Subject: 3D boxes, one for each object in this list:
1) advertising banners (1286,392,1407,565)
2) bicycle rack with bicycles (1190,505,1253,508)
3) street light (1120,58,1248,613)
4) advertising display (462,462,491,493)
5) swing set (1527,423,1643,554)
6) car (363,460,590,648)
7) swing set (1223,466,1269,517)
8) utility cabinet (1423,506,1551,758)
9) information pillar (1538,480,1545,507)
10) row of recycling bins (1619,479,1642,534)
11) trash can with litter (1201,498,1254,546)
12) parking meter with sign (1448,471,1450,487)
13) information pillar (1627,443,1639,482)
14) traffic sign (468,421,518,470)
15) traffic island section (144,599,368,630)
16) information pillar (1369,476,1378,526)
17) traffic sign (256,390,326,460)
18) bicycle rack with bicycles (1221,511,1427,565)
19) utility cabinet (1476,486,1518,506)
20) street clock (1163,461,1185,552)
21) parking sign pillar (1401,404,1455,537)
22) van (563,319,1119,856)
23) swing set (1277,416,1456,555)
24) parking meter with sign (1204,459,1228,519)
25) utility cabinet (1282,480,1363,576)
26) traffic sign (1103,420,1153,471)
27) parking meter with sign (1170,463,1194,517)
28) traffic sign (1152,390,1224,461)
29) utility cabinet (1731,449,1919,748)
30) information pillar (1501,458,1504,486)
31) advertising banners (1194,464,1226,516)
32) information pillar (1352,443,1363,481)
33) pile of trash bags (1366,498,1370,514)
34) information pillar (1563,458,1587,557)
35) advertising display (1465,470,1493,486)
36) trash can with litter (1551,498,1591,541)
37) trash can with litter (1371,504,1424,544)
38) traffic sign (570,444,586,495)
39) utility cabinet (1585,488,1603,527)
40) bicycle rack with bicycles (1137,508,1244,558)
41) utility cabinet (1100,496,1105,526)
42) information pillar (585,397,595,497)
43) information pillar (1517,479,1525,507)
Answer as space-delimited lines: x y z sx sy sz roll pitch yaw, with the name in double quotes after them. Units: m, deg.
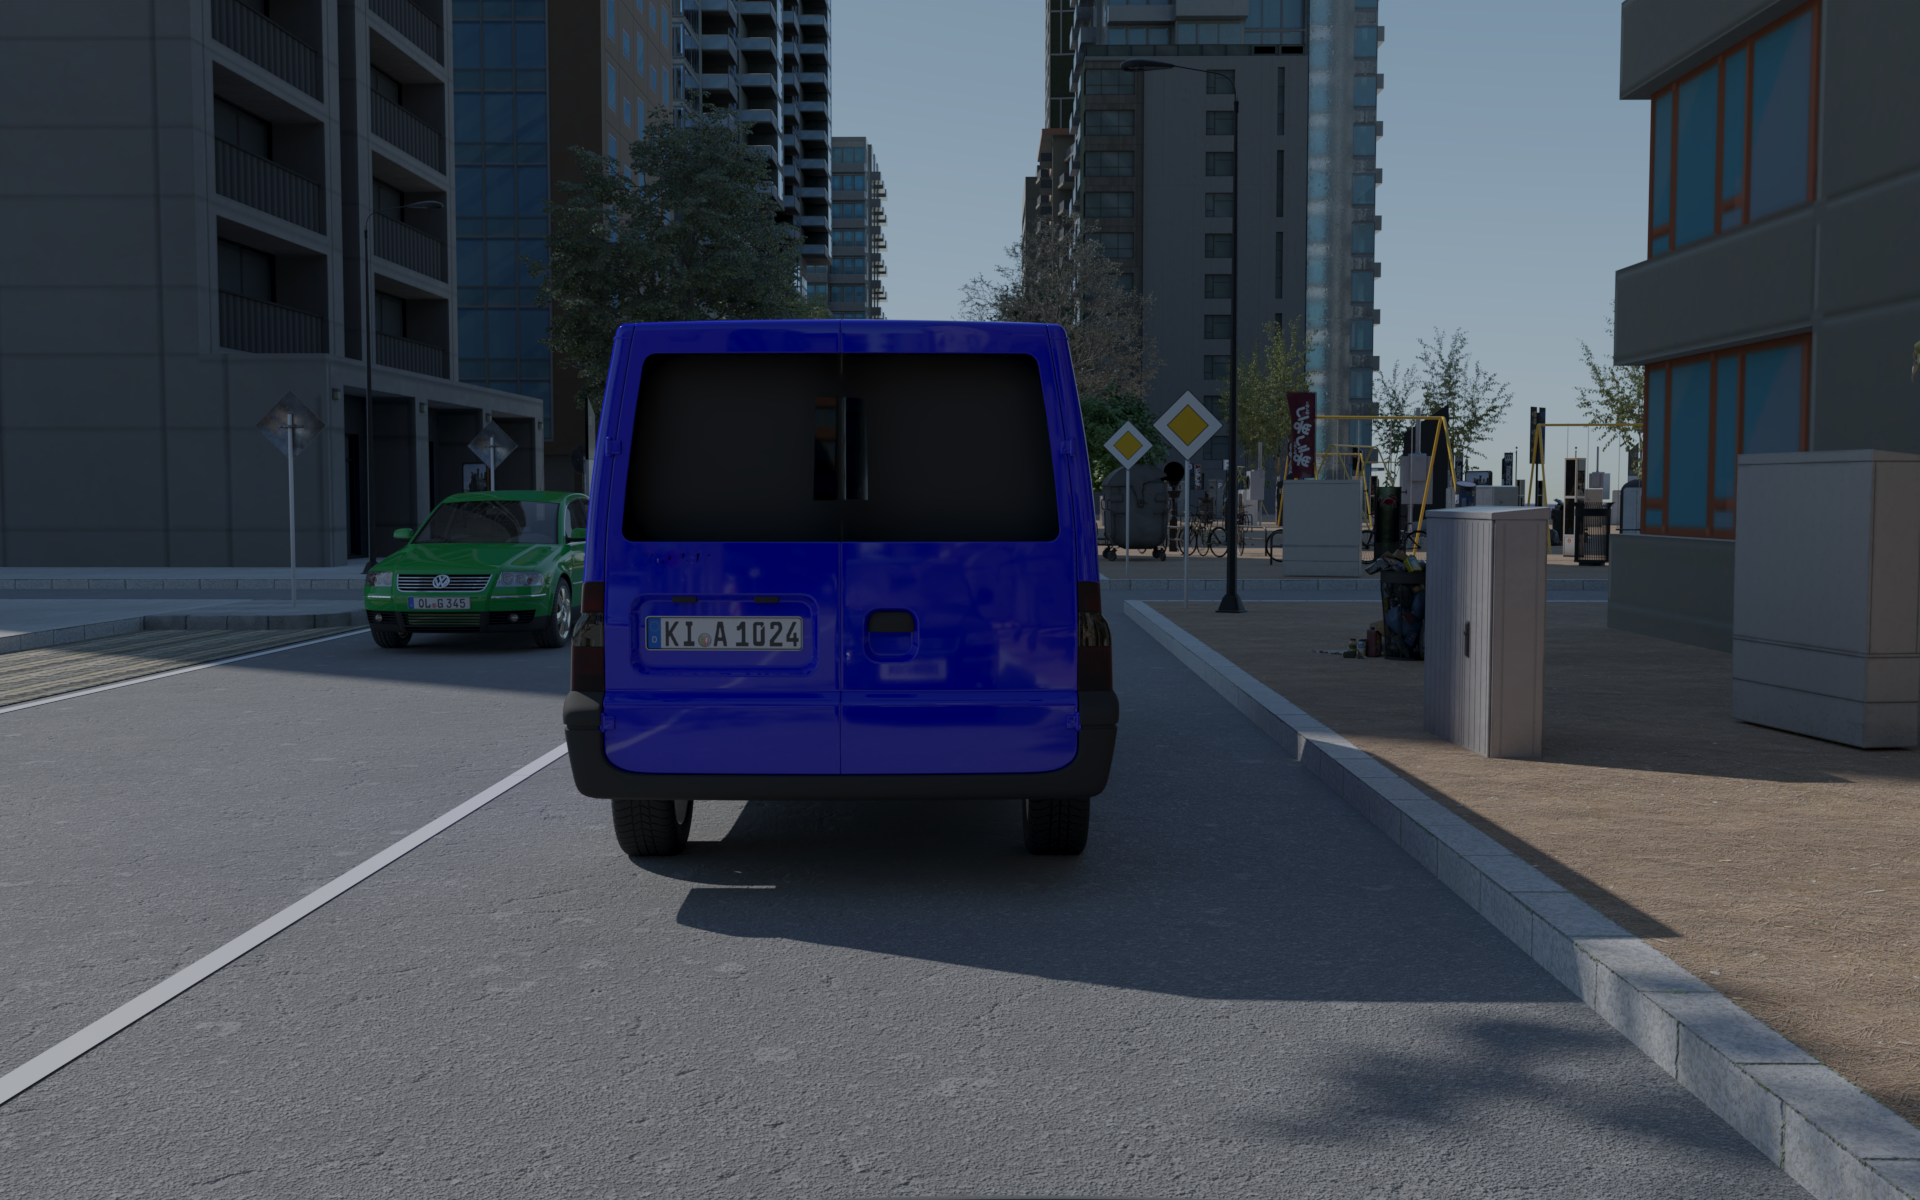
6.602 -2.047 29.653 2.074 3.025 0.090 0 4 2 "advertising banners"
8.814 -2.741 58.201 2.852 0.926 2.925 3 4 36 "bicycle rack with bicycles"
2.407 -2.820 18.640 1.470 5.913 1.316 0 4 1 "street light"
-9.724 -1.816 34.905 0.974 1.923 0.123 3 5 44 "advertising display"
14.144 -2.497 38.440 3.119 2.851 2.862 0 4 7 "swing set"
-4.536 -0.534 17.524 1.959 1.807 4.718 0 4 1 "car"
15.749 -6.107 97.461 2.862 2.851 3.119 1 4 19 "swing set"
2.672 0.139 8.887 0.306 1.237 1.020 0 4 -3 "utility cabinet"
31.048 -5.385 92.533 0.304 2.012 0.304 3 5 40 "information pillar"
20.090 -2.491 47.847 3.534 1.692 1.069 1 4 9 "row of recycling bins"
6.542 -1.981 43.451 1.678 1.210 2.233 2 4 29 "trash can with litter"
27.767 -6.466 101.975 1.738 3.016 0.543 0 4 4 "parking meter with sign"
30.628 -5.349 78.809 0.504 3.616 0.183 0 4 -8 "information pillar"
-7.425 -1.548 27.497 0.795 2.593 0.064 0 4 1 "traffic sign"
-7.558 0.165 19.580 2.009 0.180 2.903 0 4 1 "traffic island section"
16.424 -3.930 68.747 0.304 2.012 0.304 1 4 16 "information pillar"
-7.535 -1.059 19.512 0.795 2.593 0.064 0 4 1 "traffic sign"
6.827 -1.115 31.619 2.925 0.926 2.852 3 5 41 "bicycle rack with bicycles"
13.928 -2.227 45.092 1.173 1.500 0.318 -1 4 -13 "utility cabinet"
4.743 -2.074 38.483 0.471 2.002 0.358 0 4 5 "street clock"
13.941 -3.881 51.923 1.447 3.967 1.447 1 4 10 "parking sign pillar"
-0.436 -0.253 8.514 2.240 2.365 5.245 0 4 -1 "van"
8.217 -2.277 34.849 3.119 2.851 2.862 0 4 -7 "swing set"
12.961 -5.594 87.715 0.543 3.016 1.738 -2 4 -31 "parking meter with sign"
5.618 -1.111 26.848 1.173 1.500 0.318 1 4 21 "utility cabinet"
2.668 -1.538 27.338 0.795 2.593 0.064 0 4 1 "traffic sign"
12.367 -6.209 97.770 1.738 3.016 0.543 -2 4 -35 "parking meter with sign"
2.558 -1.050 19.354 0.795 2.593 0.064 0 4 1 "traffic sign"
4.573 -0.029 9.161 0.318 1.500 1.173 0 4 -7 "utility cabinet"
30.275 -6.401 96.017 0.504 3.616 0.183 2 4 30 "information pillar"
14.640 -6.454 101.705 2.074 3.025 0.090 -1 4 -16 "advertising banners"
18.091 -5.357 78.944 0.504 3.616 0.183 3 4 39 "information pillar"
23.333 -5.026 91.932 3.447 1.369 1.912 0 4 4 "pile of trash bags"
12.499 -1.880 35.229 0.304 2.012 0.304 -2 4 -33 "information pillar"
14.265 -2.598 47.689 0.123 1.923 0.974 -2 4 -26 "advertising display"
16.299 -2.127 46.156 1.055 1.170 0.624 2 4 28 "trash can with litter"
11.453 -2.080 45.059 1.678 1.210 2.233 -1 4 -13 "trash can with litter"
-9.574 -2.693 44.141 0.768 2.556 0.104 1 4 9 "traffic sign"
24.048 -3.537 66.516 1.173 1.500 0.318 1 4 22 "utility cabinet"
5.159 -1.393 36.150 2.852 0.926 2.925 -1 4 -11 "bicycle rack with bicycles"
6.173 -3.603 70.075 1.020 1.237 0.306 -1 4 -21 "utility cabinet"
-8.989 -3.106 42.133 0.183 3.616 0.504 0 4 8 "information pillar"
28.165 -5.047 87.004 0.304 2.012 0.304 -1 4 -17 "information pillar"
